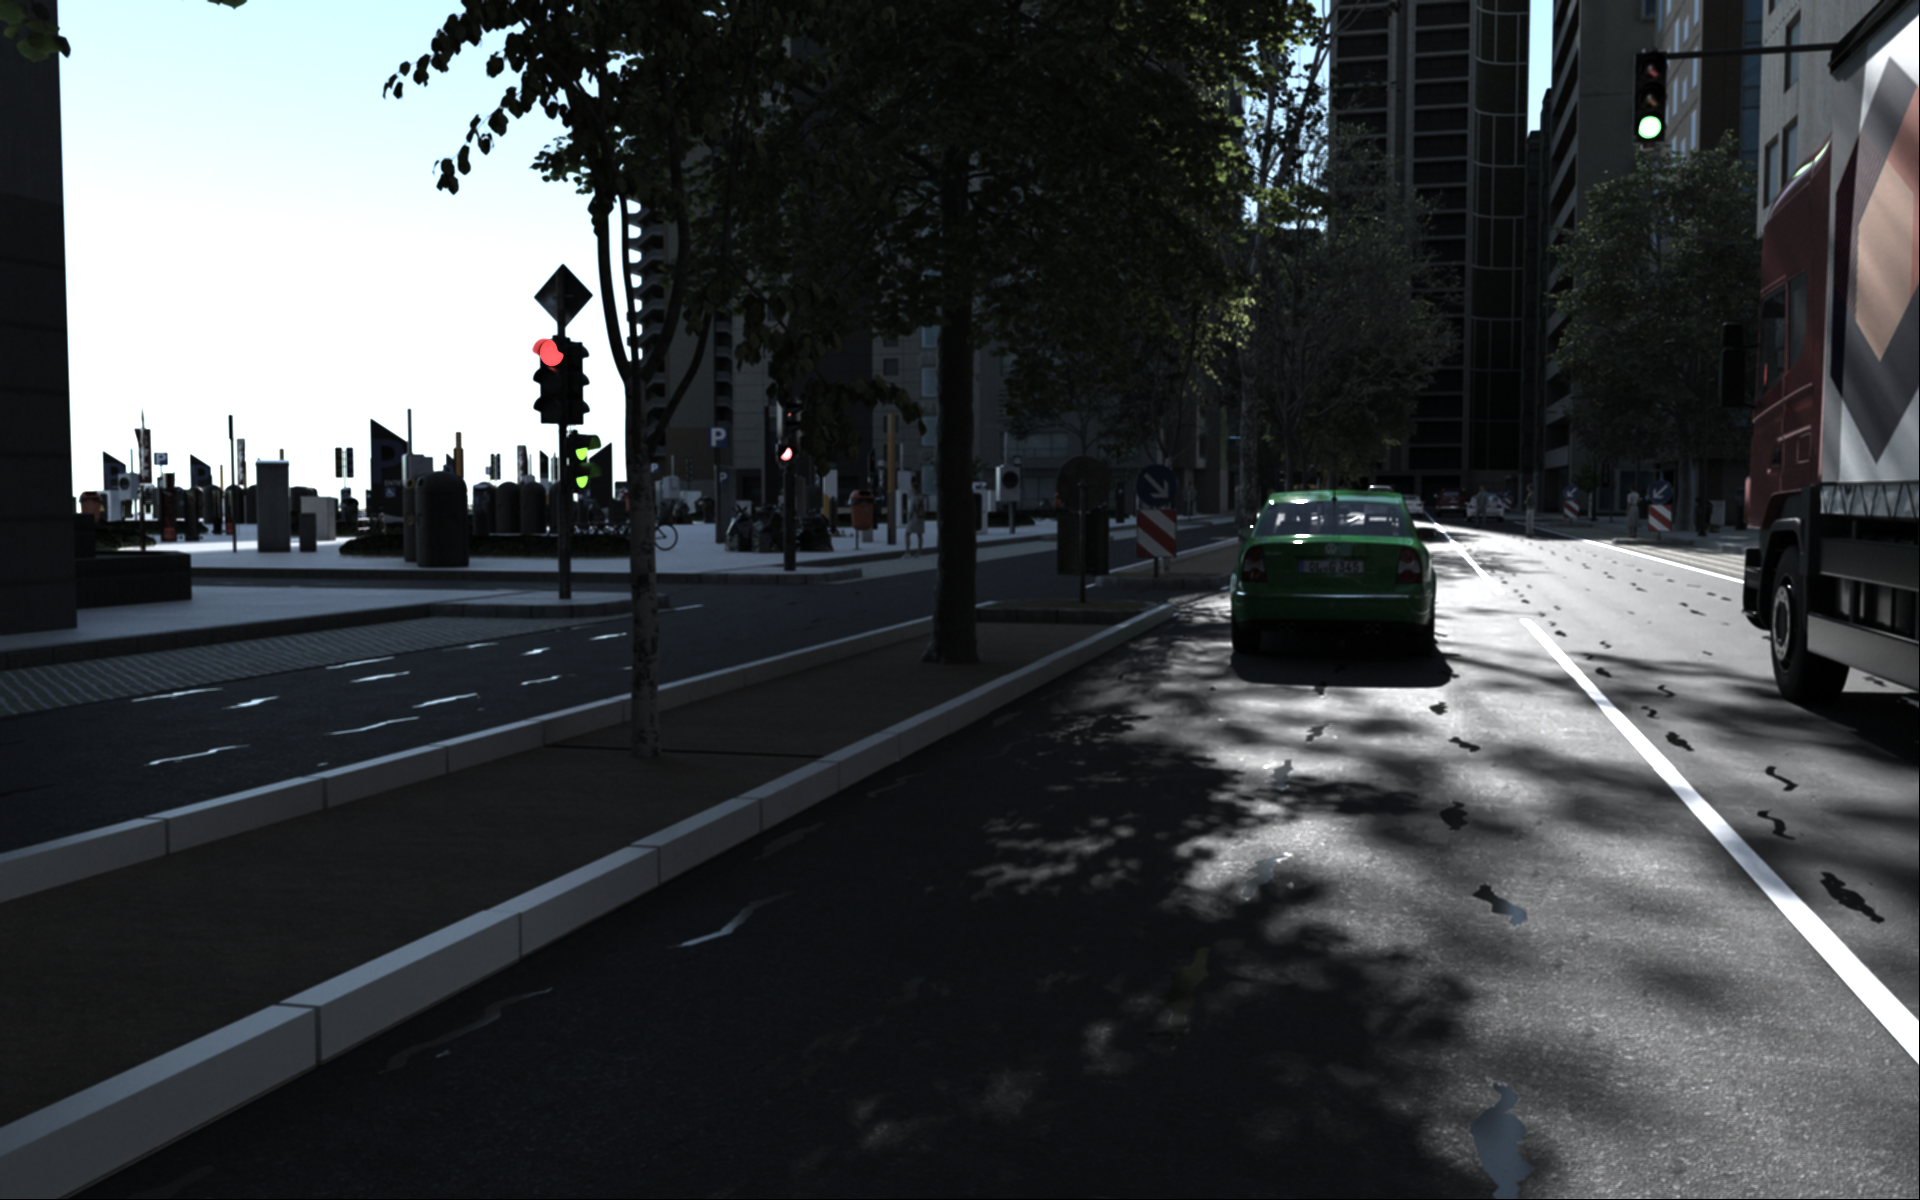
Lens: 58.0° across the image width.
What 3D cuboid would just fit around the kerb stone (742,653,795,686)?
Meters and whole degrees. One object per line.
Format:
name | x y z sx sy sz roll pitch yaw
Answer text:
kerb stone | -1.514 0.546 13.307 0.120 0.150 1.000 1 4 14

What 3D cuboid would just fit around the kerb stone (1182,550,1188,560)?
kerb stone | 4.779 -0.945 37.651 0.120 0.150 1.000 1 4 14

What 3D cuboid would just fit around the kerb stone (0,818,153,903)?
kerb stone | -3.316 0.969 6.360 0.120 0.150 1.000 1 4 14

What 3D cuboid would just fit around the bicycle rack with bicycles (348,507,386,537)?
bicycle rack with bicycles | -15.386 -2.055 46.984 2.852 0.926 2.925 0 4 -3

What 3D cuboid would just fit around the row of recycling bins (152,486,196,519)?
row of recycling bins | -41.016 -5.185 91.879 1.069 1.692 3.534 3 5 43

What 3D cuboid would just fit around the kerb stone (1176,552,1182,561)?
kerb stone | 4.526 -0.885 36.660 0.120 0.150 1.000 1 4 14

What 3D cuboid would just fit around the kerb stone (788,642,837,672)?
kerb stone | -1.257 0.483 14.302 0.120 0.150 1.000 1 4 14

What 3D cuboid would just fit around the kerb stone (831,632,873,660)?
kerb stone | -1.001 0.422 15.298 0.120 0.150 1.000 1 4 14

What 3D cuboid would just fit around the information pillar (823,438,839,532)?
information pillar | -4.370 -4.110 58.560 0.504 3.616 0.183 -1 4 -20

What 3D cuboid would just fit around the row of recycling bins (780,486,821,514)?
row of recycling bins | -7.808 -4.763 84.987 1.069 1.692 3.534 -2 4 -29

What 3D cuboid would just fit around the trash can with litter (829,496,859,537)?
trash can with litter | -3.693 -2.531 52.446 1.678 1.210 2.233 0 4 2

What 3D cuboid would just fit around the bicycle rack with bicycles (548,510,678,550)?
bicycle rack with bicycles | -7.877 -1.582 39.240 2.925 0.926 2.852 -1 4 -14

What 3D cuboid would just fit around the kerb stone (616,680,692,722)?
kerb stone | -2.027 0.665 11.317 0.120 0.150 1.000 1 4 14

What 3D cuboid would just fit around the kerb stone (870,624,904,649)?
kerb stone | -0.747 0.361 16.296 0.120 0.150 1.000 1 4 14

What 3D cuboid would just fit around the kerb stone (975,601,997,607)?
kerb stone | 0.285 0.122 20.262 0.120 0.150 1.000 1 4 14

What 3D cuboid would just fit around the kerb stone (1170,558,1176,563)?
kerb stone | 4.268 -0.822 35.661 0.120 0.150 1.000 1 4 14

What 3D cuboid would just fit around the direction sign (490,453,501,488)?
direction sign | -25.835 -6.387 96.419 0.876 3.537 0.379 3 4 38

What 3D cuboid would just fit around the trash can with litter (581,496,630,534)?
trash can with litter | -10.792 -2.531 52.441 2.233 1.210 1.678 -1 4 -23

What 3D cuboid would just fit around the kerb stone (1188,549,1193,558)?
kerb stone | 5.024 -1.006 38.643 0.120 0.150 1.000 1 4 14

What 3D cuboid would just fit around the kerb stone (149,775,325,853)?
kerb stone | -3.061 0.908 7.351 0.120 0.150 1.000 1 4 14

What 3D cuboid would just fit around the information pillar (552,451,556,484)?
information pillar | -22.321 -6.357 95.288 0.183 3.616 0.504 -2 4 -31

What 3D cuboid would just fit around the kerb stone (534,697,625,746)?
kerb stone | -2.286 0.726 10.327 0.120 0.150 1.000 1 4 14

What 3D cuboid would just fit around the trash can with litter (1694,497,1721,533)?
trash can with litter | 25.018 -2.841 57.842 0.624 1.170 1.055 -1 4 -15

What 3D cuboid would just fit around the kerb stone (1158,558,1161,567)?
kerb stone | 3.750 -0.702 33.675 0.120 0.150 1.000 1 4 14

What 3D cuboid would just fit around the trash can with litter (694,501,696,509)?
trash can with litter | -12.748 -4.415 83.571 1.055 1.170 0.624 2 4 23

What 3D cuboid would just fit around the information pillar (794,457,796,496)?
information pillar | -7.887 -5.570 82.416 0.183 3.616 0.504 0 4 -2

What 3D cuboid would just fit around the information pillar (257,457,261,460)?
information pillar | -43.861 -7.176 108.682 0.504 3.616 0.183 2 4 26

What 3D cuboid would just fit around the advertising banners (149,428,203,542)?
advertising banners | -21.357 -3.091 46.729 0.090 3.025 2.074 2 4 26

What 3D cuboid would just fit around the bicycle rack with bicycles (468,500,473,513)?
bicycle rack with bicycles | -29.876 -5.473 102.862 2.852 0.926 2.925 2 4 30

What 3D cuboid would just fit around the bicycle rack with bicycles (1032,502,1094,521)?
bicycle rack with bicycles | 5.052 -4.296 83.617 2.925 0.926 2.852 0 4 8

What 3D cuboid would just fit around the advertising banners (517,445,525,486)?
advertising banners | -16.129 -4.021 61.933 2.074 3.025 0.090 3 5 41

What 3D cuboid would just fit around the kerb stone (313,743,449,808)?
kerb stone | -2.799 0.849 8.344 0.120 0.150 1.000 1 4 14

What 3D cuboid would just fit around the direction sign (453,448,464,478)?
direction sign | -24.643 -5.701 85.200 0.379 3.537 0.876 1 4 16

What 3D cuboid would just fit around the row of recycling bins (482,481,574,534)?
row of recycling bins | -14.154 -2.995 56.087 3.534 1.692 1.069 1 4 14

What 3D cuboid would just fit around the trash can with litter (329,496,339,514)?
trash can with litter | -29.958 -4.312 81.562 2.233 1.210 1.678 -3 4 -36

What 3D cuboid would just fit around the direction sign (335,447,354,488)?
direction sign | -29.779 -5.617 83.840 0.876 3.537 0.379 0 4 -3

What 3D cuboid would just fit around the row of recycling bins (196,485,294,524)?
row of recycling bins | -30.904 -4.150 74.963 3.534 1.692 1.069 -1 4 -10

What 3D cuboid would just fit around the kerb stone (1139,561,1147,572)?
kerb stone | 3.243 -0.580 31.684 0.120 0.150 1.000 1 4 14

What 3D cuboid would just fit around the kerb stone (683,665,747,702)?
kerb stone | -1.775 0.607 12.319 0.120 0.150 1.000 1 4 14

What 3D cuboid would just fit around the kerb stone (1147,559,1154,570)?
kerb stone | 3.496 -0.642 32.684 0.120 0.150 1.000 1 4 14

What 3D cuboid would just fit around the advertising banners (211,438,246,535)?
advertising banners | -23.021 -3.568 54.526 2.074 3.025 0.090 3 4 38

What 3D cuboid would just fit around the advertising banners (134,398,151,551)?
advertising banners | -15.362 -2.222 32.515 0.090 3.025 2.074 -2 4 -27

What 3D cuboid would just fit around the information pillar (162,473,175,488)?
information pillar | -27.163 -3.364 59.489 0.304 2.012 0.304 -3 5 -42

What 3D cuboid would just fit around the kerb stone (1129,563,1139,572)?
kerb stone | 2.987 -0.518 30.693 0.120 0.150 1.000 1 4 14

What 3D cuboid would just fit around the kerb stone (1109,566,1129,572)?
kerb stone | 2.724 -0.459 29.705 0.120 0.150 1.000 1 4 14

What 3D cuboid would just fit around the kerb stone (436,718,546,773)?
kerb stone | -2.541 0.788 9.334 0.120 0.150 1.000 1 4 14

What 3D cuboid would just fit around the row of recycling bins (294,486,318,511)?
row of recycling bins | -38.666 -5.780 101.622 1.069 1.692 3.534 0 3 0

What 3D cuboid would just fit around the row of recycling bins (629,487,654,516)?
row of recycling bins | -18.130 -5.563 98.066 1.069 1.692 3.534 2 4 28

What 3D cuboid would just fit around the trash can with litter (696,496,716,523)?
trash can with litter | -10.888 -3.949 75.955 0.624 1.170 1.055 2 4 34

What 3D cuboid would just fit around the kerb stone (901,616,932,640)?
kerb stone | -0.489 0.300 17.285 0.120 0.150 1.000 1 4 14

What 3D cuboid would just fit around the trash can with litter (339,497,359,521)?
trash can with litter | -20.985 -2.951 59.641 0.624 1.170 1.055 -1 4 -10

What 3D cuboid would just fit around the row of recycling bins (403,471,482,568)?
row of recycling bins | -9.595 -1.509 31.783 1.069 1.692 3.534 -1 4 -22

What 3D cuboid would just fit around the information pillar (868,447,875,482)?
information pillar | -4.396 -5.799 86.174 0.183 3.616 0.504 2 4 33

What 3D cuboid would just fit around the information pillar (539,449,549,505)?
information pillar | -21.610 -6.033 89.992 0.504 3.616 0.183 -2 4 -26
